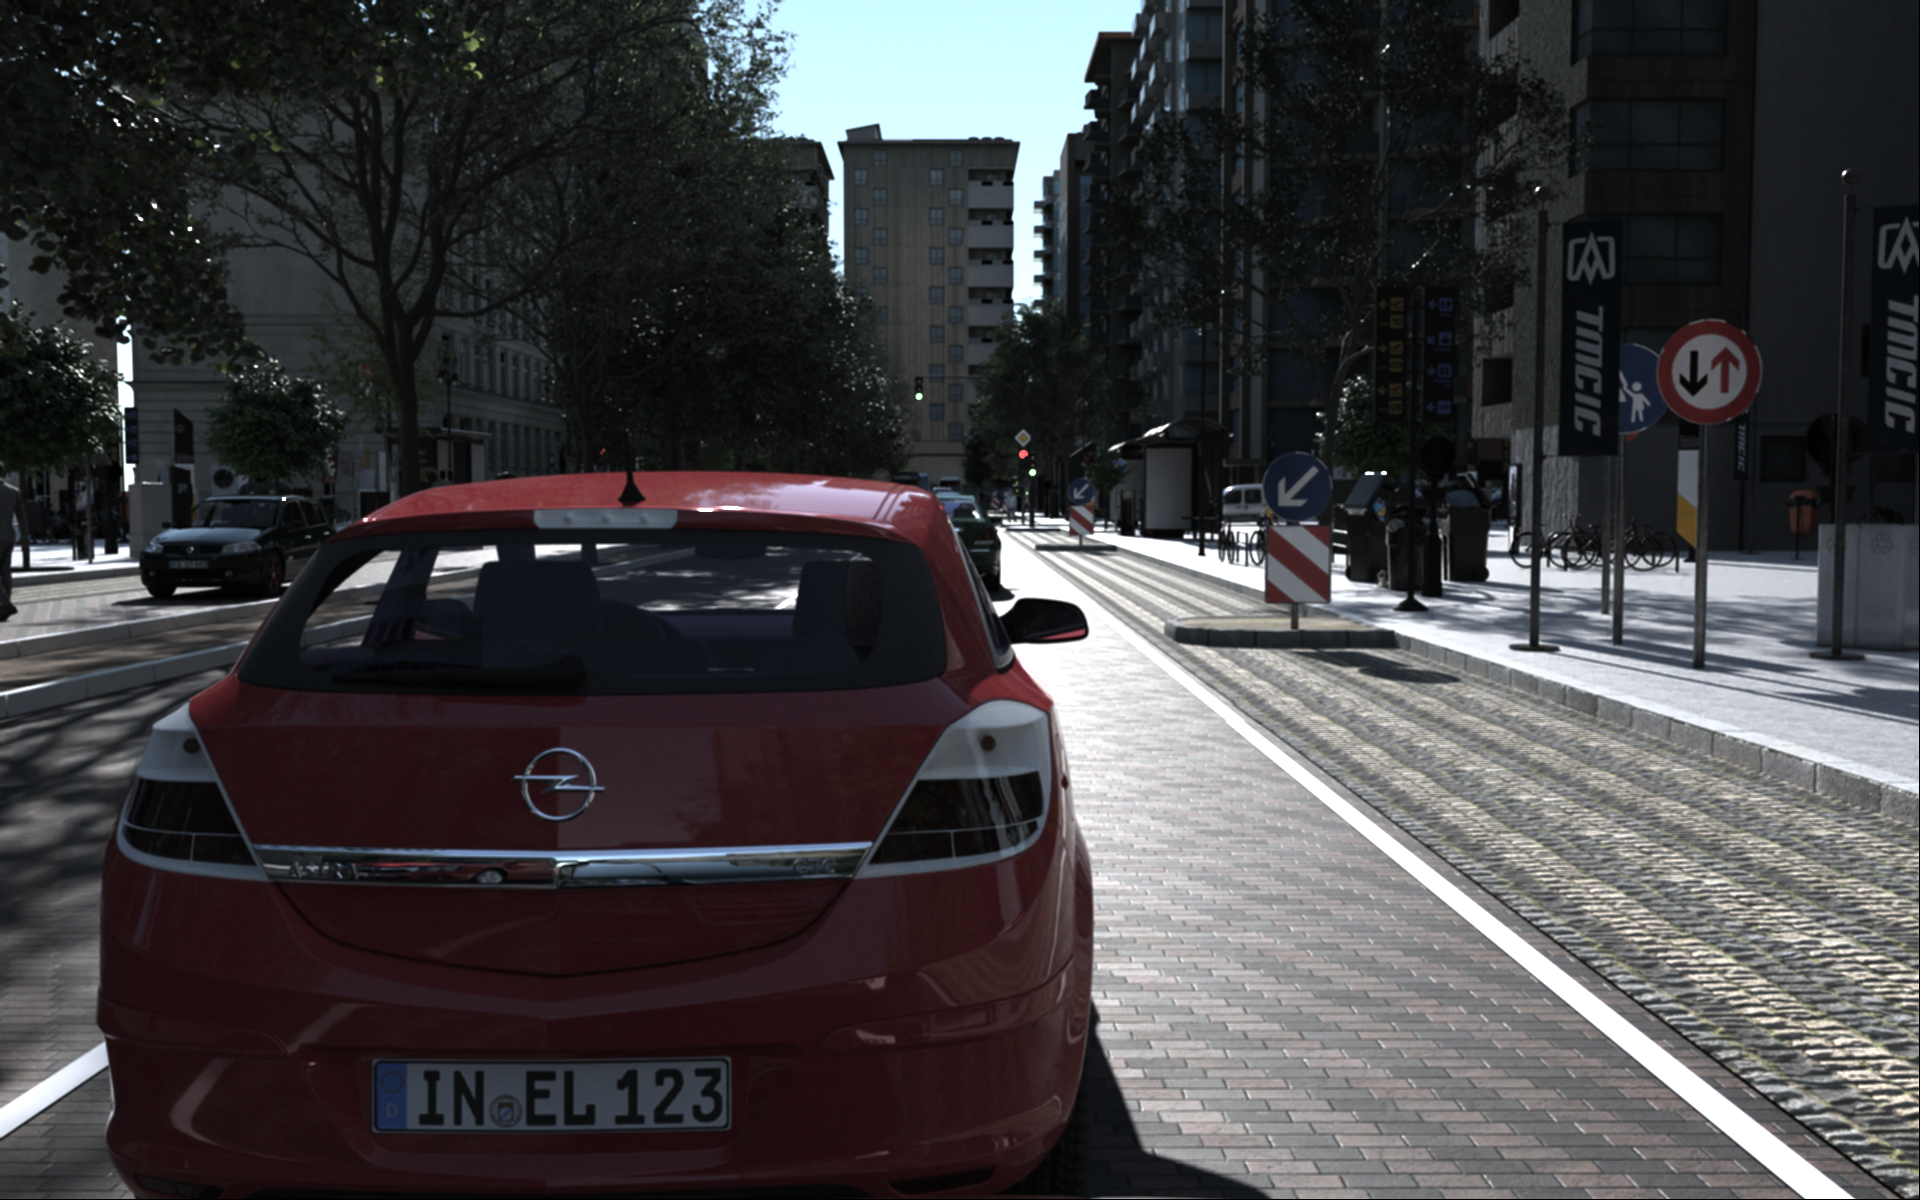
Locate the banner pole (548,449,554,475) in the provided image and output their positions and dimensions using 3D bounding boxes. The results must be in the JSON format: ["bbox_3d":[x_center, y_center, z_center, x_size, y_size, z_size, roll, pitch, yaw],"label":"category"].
[{"bbox_3d":[-22.582,-6.462,95.666,0.401,3.779,0.863,1,4,14],"label":"banner pole"}]

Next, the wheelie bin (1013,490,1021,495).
[{"bbox_3d":[4.734,-8.523,147.265,0.980,1.594,0.693,1,4,15],"label":"wheelie bin"}]

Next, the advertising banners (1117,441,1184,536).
[{"bbox_3d":[5.847,-3.472,52.959,2.074,3.025,0.090,0,4,-8],"label":"advertising banners"}]

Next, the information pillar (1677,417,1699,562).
[{"bbox_3d":[13.753,-2.518,32.519,0.504,3.616,0.183,3,5,44],"label":"information pillar"}]

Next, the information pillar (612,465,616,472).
[{"bbox_3d":[-18.852,-6.289,94.179,0.183,3.616,0.504,1,4,23],"label":"information pillar"}]

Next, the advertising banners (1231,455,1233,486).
[{"bbox_3d":[12.231,-4.977,77.562,0.090,3.025,2.074,1,4,13],"label":"advertising banners"}]

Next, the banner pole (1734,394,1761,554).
[{"bbox_3d":[16.893,-2.887,37.216,0.401,3.779,0.863,-1,4,-13],"label":"banner pole"}]

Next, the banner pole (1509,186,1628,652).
[{"bbox_3d":[4.934,-1.471,14.060,0.863,3.779,0.401,2,4,31],"label":"banner pole"}]

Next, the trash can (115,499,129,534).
[{"bbox_3d":[-26.520,-2.663,55.195,0.748,1.137,0.748,0,3,0],"label":"trash can"}]

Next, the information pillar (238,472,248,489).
[{"bbox_3d":[-31.244,-5.156,75.653,0.504,3.616,0.183,-2,4,-25],"label":"information pillar"}]

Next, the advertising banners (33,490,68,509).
[{"bbox_3d":[-32.860,-4.123,63.604,2.074,3.025,0.090,-2,4,-32],"label":"advertising banners"}]

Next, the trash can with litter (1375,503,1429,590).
[{"bbox_3d":[5.863,-0.727,23.272,0.624,1.170,1.055,0,4,-8],"label":"trash can with litter"}]

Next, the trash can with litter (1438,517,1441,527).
[{"bbox_3d":[17.032,-3.236,63.963,2.233,1.210,1.678,-2,4,-25],"label":"trash can with litter"}]

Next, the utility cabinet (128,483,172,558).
[{"bbox_3d":[-16.299,-1.601,34.862,0.318,1.500,1.173,0,4,2],"label":"utility cabinet"}]

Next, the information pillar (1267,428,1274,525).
[{"bbox_3d":[11.015,-4.288,61.469,0.183,3.616,0.504,2,4,27],"label":"information pillar"}]

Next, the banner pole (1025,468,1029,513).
[{"bbox_3d":[4.554,-7.766,116.997,0.401,3.779,0.863,-2,4,-23],"label":"banner pole"}]

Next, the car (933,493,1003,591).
[{"bbox_3d":[-0.358,-0.936,27.095,2.131,1.459,4.920,0,4,-2],"label":"car"}]

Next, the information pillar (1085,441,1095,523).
[{"bbox_3d":[5.762,-5.245,77.105,0.504,3.616,0.183,2,4,27],"label":"information pillar"}]

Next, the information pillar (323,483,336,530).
[{"bbox_3d":[-20.694,-3.201,56.828,0.304,2.012,0.304,0,4,3],"label":"information pillar"}]

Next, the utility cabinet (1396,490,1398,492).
[{"bbox_3d":[20.008,-4.336,79.574,1.173,1.500,0.318,2,4,33],"label":"utility cabinet"}]

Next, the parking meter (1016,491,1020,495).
[{"bbox_3d":[4.553,-7.821,136.283,0.372,1.533,0.369,0,3,0],"label":"parking meter"}]

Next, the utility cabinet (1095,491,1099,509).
[{"bbox_3d":[9.339,-6.984,122.872,1.173,1.500,0.318,-1,4,-14],"label":"utility cabinet"}]

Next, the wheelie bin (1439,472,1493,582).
[{"bbox_3d":[7.434,-1.078,25.534,0.693,1.594,0.980,0,4,1],"label":"wheelie bin"}]

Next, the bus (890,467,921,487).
[{"bbox_3d":[-5.020,-10.253,159.185,2.896,3.916,12.252,0,4,-1],"label":"bus"}]

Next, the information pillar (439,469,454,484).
[{"bbox_3d":[-15.168,-2.855,51.170,0.304,2.012,0.304,2,4,24],"label":"information pillar"}]

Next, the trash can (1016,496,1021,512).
[{"bbox_3d":[4.461,-7.041,126.768,0.748,1.137,0.748,0,3,0],"label":"trash can"}]

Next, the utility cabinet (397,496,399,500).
[{"bbox_3d":[-40.419,-6.939,124.621,1.020,1.237,0.306,2,4,27],"label":"utility cabinet"}]

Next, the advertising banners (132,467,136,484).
[{"bbox_3d":[-53.209,-7.130,112.759,0.090,3.025,2.074,1,4,10],"label":"advertising banners"}]

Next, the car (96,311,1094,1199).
[{"bbox_3d":[-0.671,0.257,4.841,2.155,1.783,4.494,0,4,-1],"label":"car"}]

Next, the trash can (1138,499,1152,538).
[{"bbox_3d":[5.639,-2.422,51.246,0.748,1.137,0.748,0,3,0],"label":"trash can"}]

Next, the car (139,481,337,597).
[{"bbox_3d":[-10.457,-0.956,25.417,2.009,1.686,4.222,0,4,-1],"label":"car"}]

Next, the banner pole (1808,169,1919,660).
[{"bbox_3d":[7.051,-1.425,13.312,0.863,3.779,0.401,2,4,32],"label":"banner pole"}]

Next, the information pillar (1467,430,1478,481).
[{"bbox_3d":[18.655,-4.390,63.133,0.183,3.616,0.504,-2,4,-24],"label":"information pillar"}]

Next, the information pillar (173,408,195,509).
[{"bbox_3d":[-21.117,-3.412,47.141,0.504,3.616,0.183,-3,4,-38],"label":"information pillar"}]

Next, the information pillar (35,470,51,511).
[{"bbox_3d":[-26.931,-2.837,50.882,0.304,2.012,0.304,0,4,-1],"label":"information pillar"}]

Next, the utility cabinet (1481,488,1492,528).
[{"bbox_3d":[19.117,-3.393,64.159,1.173,1.500,0.318,-1,4,-22],"label":"utility cabinet"}]

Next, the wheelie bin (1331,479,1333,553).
[{"bbox_3d":[8.263,-1.802,37.366,0.980,1.594,0.693,0,4,-6],"label":"wheelie bin"}]

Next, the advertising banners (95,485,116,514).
[{"bbox_3d":[-27.766,-3.647,55.809,0.090,3.025,2.074,0,4,8],"label":"advertising banners"}]

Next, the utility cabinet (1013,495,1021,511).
[{"bbox_3d":[4.456,-7.427,132.600,1.020,1.237,0.306,2,4,27],"label":"utility cabinet"}]

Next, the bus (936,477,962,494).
[{"bbox_3d":[-1.179,-12.210,194.492,2.948,3.499,13.247,0,4,-1],"label":"bus"}]

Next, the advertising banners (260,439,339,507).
[{"bbox_3d":[-16.644,-2.911,43.776,2.074,3.025,0.090,0,4,1],"label":"advertising banners"}]

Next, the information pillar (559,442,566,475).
[{"bbox_3d":[-17.966,-5.322,78.371,0.183,3.616,0.504,1,4,10],"label":"information pillar"}]

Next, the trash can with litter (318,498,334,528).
[{"bbox_3d":[-20.190,-2.663,54.926,0.624,1.170,1.055,-2,4,-26],"label":"trash can with litter"}]

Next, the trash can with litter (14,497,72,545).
[{"bbox_3d":[-23.096,-1.999,43.740,2.233,1.210,1.678,1,4,8],"label":"trash can with litter"}]

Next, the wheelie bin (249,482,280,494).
[{"bbox_3d":[-18.144,-2.287,45.292,0.980,1.594,0.693,-1,4,-22],"label":"wheelie bin"}]

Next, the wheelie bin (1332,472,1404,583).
[{"bbox_3d":[6.072,-1.071,25.426,0.693,1.594,0.980,-1,4,-19],"label":"wheelie bin"}]
